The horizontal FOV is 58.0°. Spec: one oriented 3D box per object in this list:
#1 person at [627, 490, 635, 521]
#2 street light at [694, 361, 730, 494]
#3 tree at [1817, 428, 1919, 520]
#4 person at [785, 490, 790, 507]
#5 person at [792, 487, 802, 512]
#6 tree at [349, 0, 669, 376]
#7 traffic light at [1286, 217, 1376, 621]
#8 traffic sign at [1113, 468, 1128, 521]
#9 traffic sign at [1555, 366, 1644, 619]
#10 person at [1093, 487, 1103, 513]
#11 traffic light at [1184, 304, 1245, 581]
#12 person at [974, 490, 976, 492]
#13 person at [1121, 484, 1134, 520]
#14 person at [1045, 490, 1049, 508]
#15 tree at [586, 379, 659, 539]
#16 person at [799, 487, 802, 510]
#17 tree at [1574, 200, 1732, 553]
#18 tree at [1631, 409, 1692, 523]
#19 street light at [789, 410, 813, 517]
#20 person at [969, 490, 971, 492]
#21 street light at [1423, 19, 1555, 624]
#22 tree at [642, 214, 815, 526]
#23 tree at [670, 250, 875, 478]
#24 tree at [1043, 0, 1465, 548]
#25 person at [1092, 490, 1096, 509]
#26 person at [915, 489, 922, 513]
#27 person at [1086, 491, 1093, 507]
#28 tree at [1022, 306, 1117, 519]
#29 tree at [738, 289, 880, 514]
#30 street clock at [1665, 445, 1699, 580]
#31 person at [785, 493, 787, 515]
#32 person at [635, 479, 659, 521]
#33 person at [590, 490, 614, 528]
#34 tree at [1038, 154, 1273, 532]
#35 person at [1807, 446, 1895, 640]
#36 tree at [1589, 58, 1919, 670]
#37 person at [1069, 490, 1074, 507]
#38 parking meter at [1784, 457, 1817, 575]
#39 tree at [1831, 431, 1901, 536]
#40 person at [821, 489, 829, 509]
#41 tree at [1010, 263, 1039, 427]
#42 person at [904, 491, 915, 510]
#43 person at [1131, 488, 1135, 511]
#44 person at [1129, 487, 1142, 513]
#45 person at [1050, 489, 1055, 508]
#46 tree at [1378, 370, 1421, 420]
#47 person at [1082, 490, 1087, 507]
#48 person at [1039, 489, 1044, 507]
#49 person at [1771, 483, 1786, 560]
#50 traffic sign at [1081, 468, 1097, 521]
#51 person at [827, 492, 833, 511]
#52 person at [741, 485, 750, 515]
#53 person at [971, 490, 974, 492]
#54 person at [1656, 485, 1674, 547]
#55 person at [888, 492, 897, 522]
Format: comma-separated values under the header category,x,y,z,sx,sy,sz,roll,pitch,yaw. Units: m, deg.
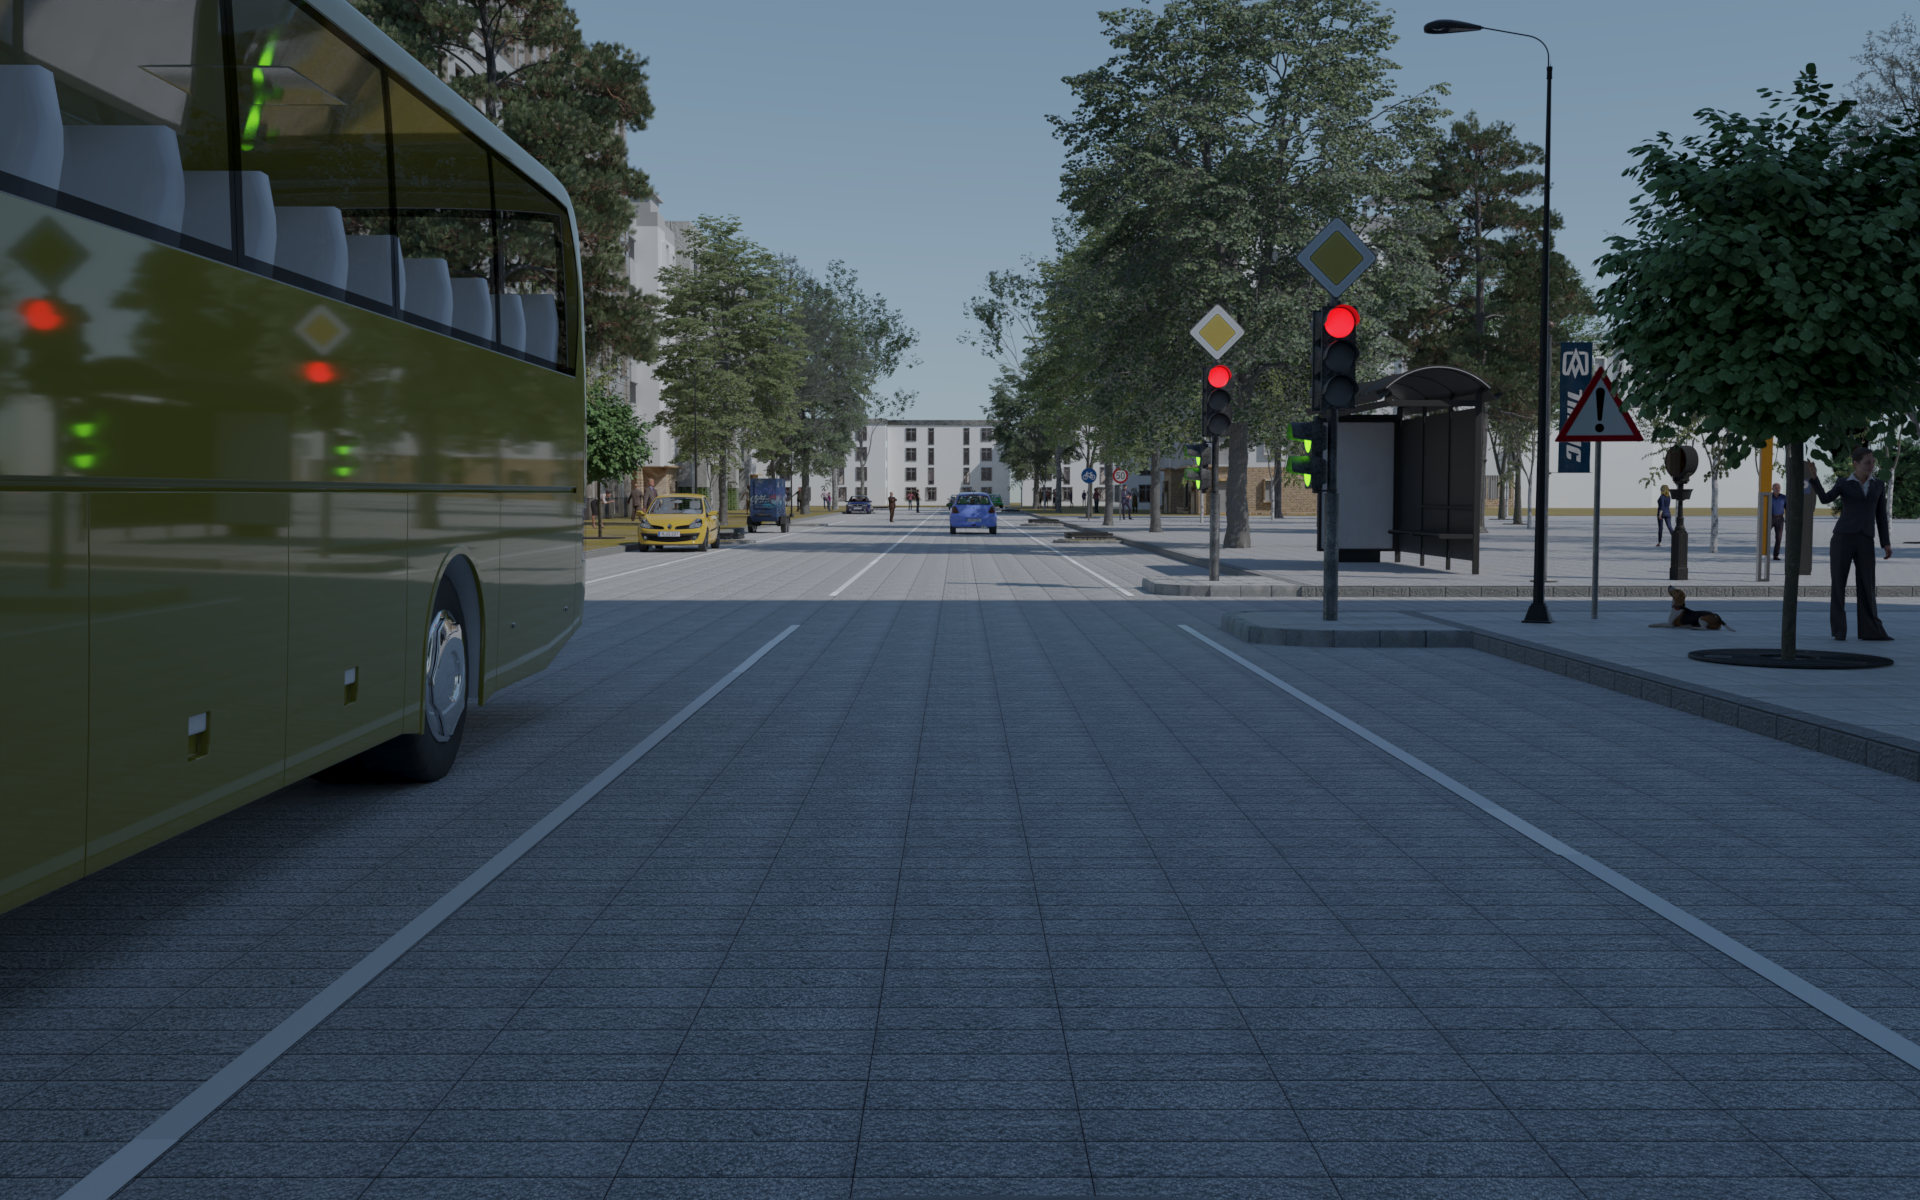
category,x,y,z,sx,sy,sz,roll,pitch,yaw
person,-15.218,-4.583,81.534,0.990,1.755,0.434,1,4,16
street light,-8.709,-5.385,60.589,1.470,5.913,1.316,0,3,0
tree,53.526,-11.598,91.453,18.604,14.587,13.155,0,4,-7
person,-17.418,-10.322,175.604,0.445,1.727,0.742,2,4,25
person,-11.772,-7.378,126.806,1.348,1.807,0.705,1,4,15
tree,-9.378,-7.838,35.567,7.806,13.903,7.818,0,3,0
traffic light,3.745,-1.727,17.489,0.839,4.213,0.868,0,3,0
traffic sign,7.740,-5.108,83.616,0.768,2.556,0.104,0,4,6
traffic sign,6.521,-1.084,17.725,0.884,2.594,0.081,0,4,4
person,9.399,-6.815,118.190,0.721,1.743,1.217,3,4,39
traffic light,3.738,-2.216,25.474,0.839,4.213,0.868,0,3,0
person,1.268,-8.182,142.989,1.217,1.735,0.721,2,4,31
person,8.350,-4.888,86.405,0.683,1.767,0.568,-2,4,-29
person,8.318,-9.641,165.139,0.593,1.643,0.415,3,4,36
tree,-10.454,-4.054,49.999,4.285,4.588,4.351,0,3,0
person,-12.816,-8.253,140.846,0.709,1.838,0.599,-1,4,-17
tree,16.157,-5.324,37.408,4.360,8.622,3.978,0,3,0
tree,31.977,-7.762,77.272,4.737,8.622,4.395,0,3,0
street light,-8.759,-7.517,95.436,1.470,5.913,1.316,0,3,0
person,1.009,-10.320,177.321,0.705,1.814,1.350,0,4,4
street light,5.237,-2.727,17.130,1.470,5.913,1.316,0,3,0
tree,-9.513,-9.338,70.801,7.486,12.596,7.792,0,3,0
tree,-9.239,-10.767,86.408,12.009,13.543,11.850,0,3,0
tree,6.712,-8.207,40.843,9.857,13.997,8.962,0,3,0
person,11.737,-8.851,150.759,0.705,1.823,1.348,1,4,15
person,-3.200,-7.603,132.827,0.705,1.822,1.348,-1,4,-14
person,11.682,-9.151,156.460,0.742,1.727,0.445,2,4,29
tree,6.828,-10.069,90.378,9.928,11.665,9.643,0,3,0
tree,-9.818,-12.366,108.836,9.857,13.997,8.962,0,3,0
street clock,10.714,-1.296,25.762,0.358,2.002,0.471,-1,4,-17
person,-9.387,-5.114,91.712,0.516,1.574,0.319,1,4,9
person,-9.475,-2.867,53.470,0.434,1.755,0.990,2,4,28
person,-13.374,-3.390,64.657,0.799,1.438,0.628,-2,4,-32
tree,6.639,-8.507,57.214,7.486,12.596,7.792,0,3,0
person,7.744,-0.504,15.084,0.742,1.727,0.445,-2,4,-24
tree,6.352,-1.800,13.137,4.285,4.588,4.351,0,3,0
person,10.675,-9.752,166.407,0.530,1.710,0.541,1,4,8
parking meter,13.307,-1.327,27.410,0.399,1.863,0.255,1,4,13
tree,28.820,-6.317,53.646,4.737,8.622,4.395,0,3,0
person,-11.386,-8.539,146.586,0.756,1.711,0.436,2,4,27
tree,5.937,-9.319,70.493,7.486,12.596,7.792,0,3,0
person,-4.565,-9.061,157.363,1.217,1.743,0.721,-2,4,-32
person,12.959,-7.433,128.295,0.721,1.743,1.217,1,4,19
person,11.920,-6.830,118.438,1.217,1.736,0.721,-2,4,-27
person,8.438,-9.007,154.088,0.721,1.735,1.217,-3,4,-36
tree,25.123,-9.006,97.614,4.360,8.622,3.978,0,3,0
person,12.772,-10.463,178.034,0.541,1.710,0.530,0,3,0
person,7.758,-9.855,167.271,1.348,1.812,0.705,-3,5,-40
person,15.695,-1.516,33.523,0.574,1.496,0.600,3,4,38
traffic sign,6.234,-5.118,83.782,0.768,2.556,0.104,0,4,2
person,-9.841,-7.467,131.346,0.599,1.433,0.991,-2,4,-28
person,-12.857,-6.091,105.625,1.348,1.824,0.705,2,4,30
person,0.929,-7.066,124.764,1.217,1.736,0.721,2,4,28
person,17.201,-2.053,42.144,0.480,1.512,0.613,-3,5,-42
person,-3.419,-4.718,87.916,0.482,1.546,0.388,-3,5,-41
